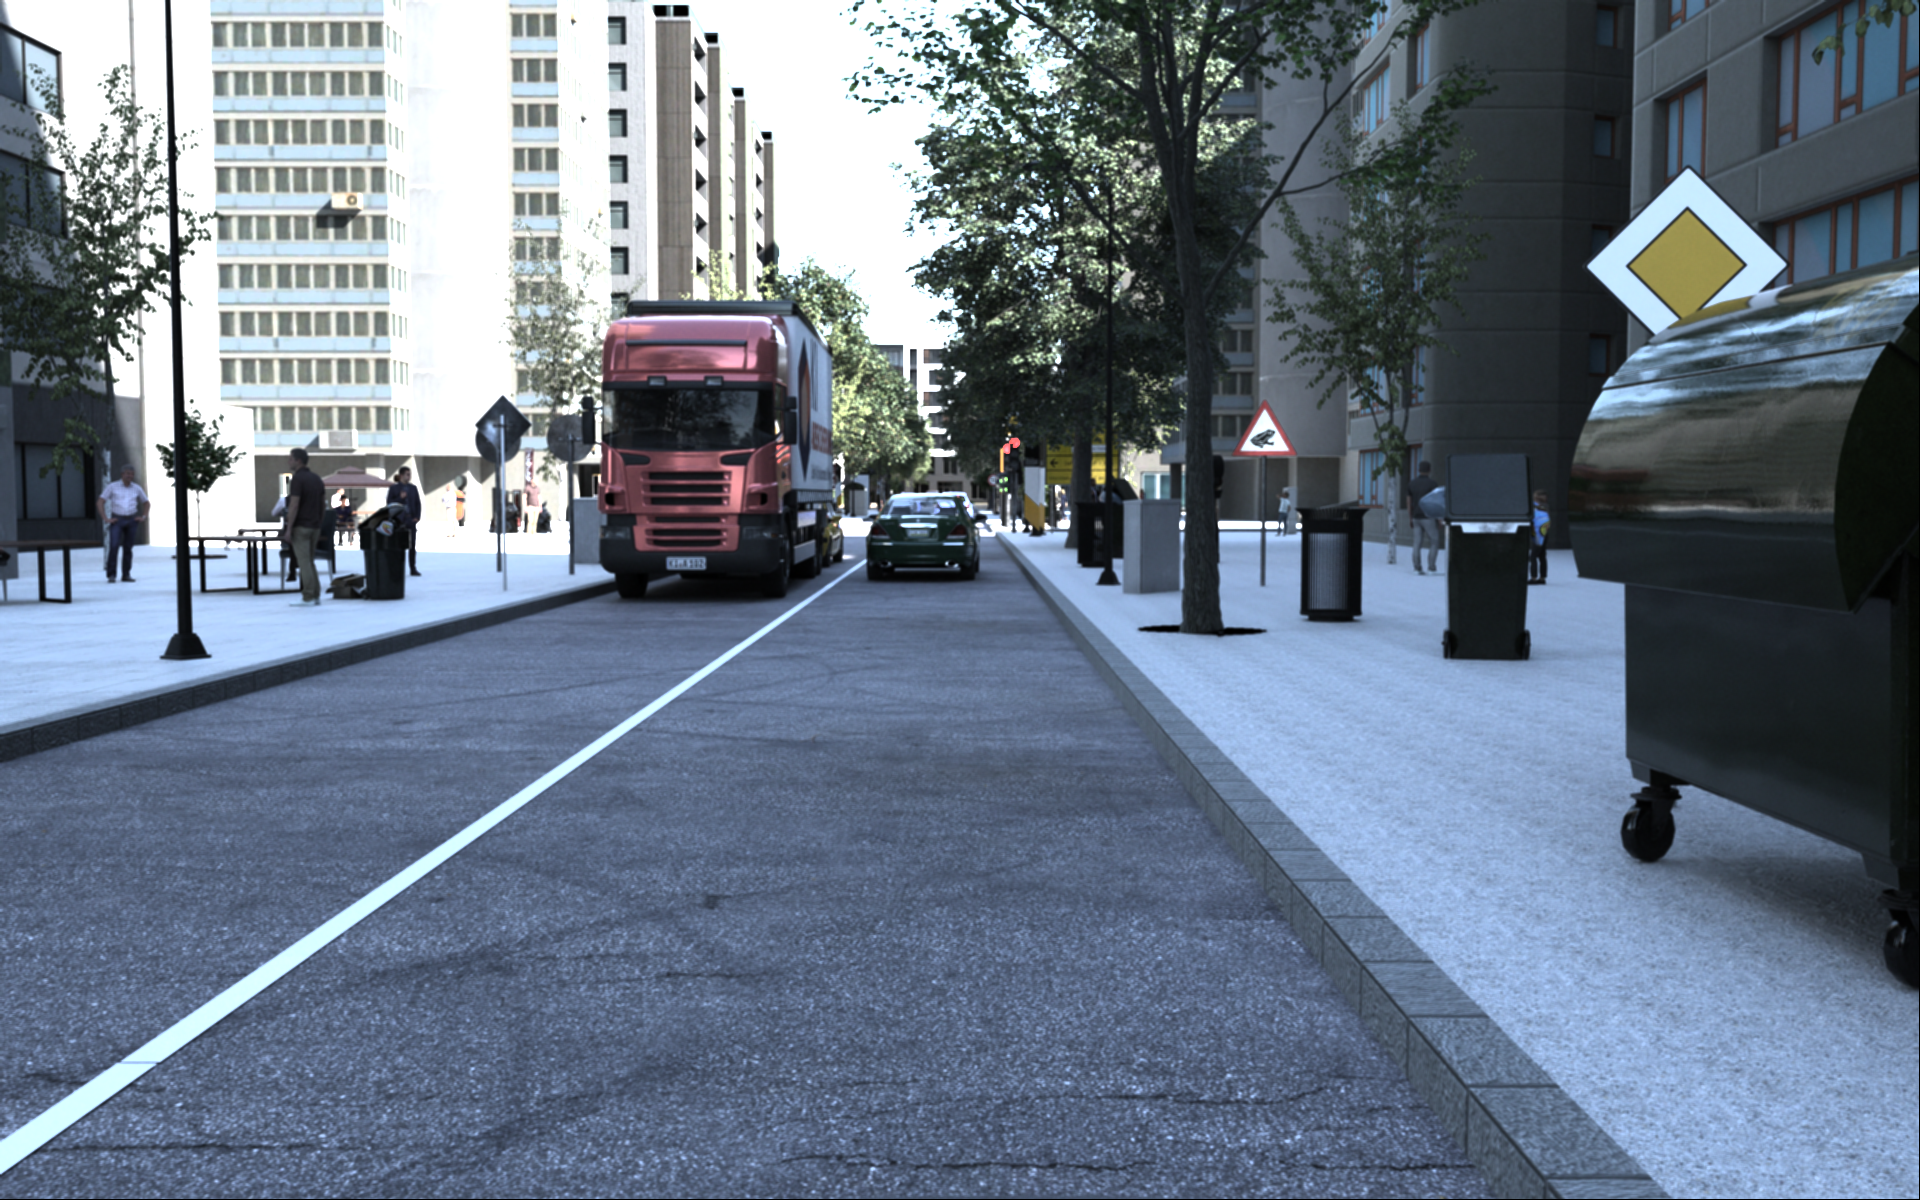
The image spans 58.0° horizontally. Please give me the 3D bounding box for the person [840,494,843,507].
[{"bbox_3d":[-11.948,-10.130,172.201,0.617,1.759,0.750,0,4,2],"label":"person"}]

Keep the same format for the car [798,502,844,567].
[{"bbox_3d":[-3.357,-1.528,35.201,2.015,1.641,3.980,0,4,1],"label":"car"}]

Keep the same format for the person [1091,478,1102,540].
[{"bbox_3d":[3.739,-2.549,48.533,0.431,1.722,0.655,3,5,39],"label":"person"}]

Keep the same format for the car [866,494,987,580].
[{"bbox_3d":[-0.597,-1.135,30.362,2.131,1.459,4.920,0,4,2],"label":"car"}]

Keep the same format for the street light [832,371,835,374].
[{"bbox_3d":[-5.425,-5.681,65.424,1.470,5.913,1.316,0,3,0],"label":"street light"}]

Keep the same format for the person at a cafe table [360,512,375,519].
[{"bbox_3d":[-19.106,-2.799,54.284,1.622,1.524,1.698,0,4,-2],"label":"person at a cafe table"}]

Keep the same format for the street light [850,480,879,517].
[{"bbox_3d":[-5.440,-7.603,96.854,1.470,5.913,1.316,0,3,0],"label":"street light"}]

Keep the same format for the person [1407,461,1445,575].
[{"bbox_3d":[7.396,-1.302,27.467,0.434,1.807,0.598,-2,4,-32],"label":"person"}]

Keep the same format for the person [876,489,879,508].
[{"bbox_3d":[-6.936,-8.709,149.171,0.721,1.736,1.217,0,4,2],"label":"person"}]

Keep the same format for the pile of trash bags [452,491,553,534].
[{"bbox_3d":[-15.048,-2.866,56.612,3.447,1.369,1.912,0,4,-8],"label":"pile of trash bags"}]

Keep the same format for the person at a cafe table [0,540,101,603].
[{"bbox_3d":[-11.361,-0.583,20.387,1.726,1.238,1.698,3,5,40],"label":"person at a cafe table"}]

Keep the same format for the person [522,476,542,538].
[{"bbox_3d":[-12.380,-2.693,50.199,0.598,1.807,0.434,-3,5,-41],"label":"person"}]

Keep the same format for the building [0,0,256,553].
[{"bbox_3d":[-30.750,-36.676,37.901,20.611,71.187,20.563,0,3,0],"label":"building"}]

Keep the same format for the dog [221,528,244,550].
[{"bbox_3d":[-16.687,-1.405,39.800,0.406,0.507,0.540,0,4,-8],"label":"dog"}]

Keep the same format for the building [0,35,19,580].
[{"bbox_3d":[-21.315,-20.465,18.199,14.154,41.232,14.086,0,3,0],"label":"building"}]

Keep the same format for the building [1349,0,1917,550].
[{"bbox_3d":[24.773,-11.545,33.808,27.650,21.520,28.899,0,3,0],"label":"building"}]

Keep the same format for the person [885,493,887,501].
[{"bbox_3d":[-6.870,-9.413,163.200,1.065,1.426,0.557,-1,4,-17],"label":"person"}]

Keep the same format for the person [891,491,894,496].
[{"bbox_3d":[-7.191,-10.583,179.811,0.721,1.736,1.217,3,5,39],"label":"person"}]

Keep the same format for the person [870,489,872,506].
[{"bbox_3d":[-9.844,-11.272,190.355,0.705,1.822,1.348,0,4,7],"label":"person"}]

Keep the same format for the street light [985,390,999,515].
[{"bbox_3d":[1.669,-5.167,57.026,1.470,5.913,1.316,0,3,0],"label":"street light"}]

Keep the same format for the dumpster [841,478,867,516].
[{"bbox_3d":[-6.343,-6.206,103.958,1.502,2.255,1.985,0,4,0],"label":"dumpster"}]

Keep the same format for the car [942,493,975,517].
[{"bbox_3d":[-0.290,-4.280,79.568,1.945,1.707,3.694,0,4,0],"label":"car"}]

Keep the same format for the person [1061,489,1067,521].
[{"bbox_3d":[4.807,-4.440,81.180,0.480,1.512,0.613,2,4,23],"label":"person"}]

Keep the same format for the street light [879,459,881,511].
[{"bbox_3d":[-5.391,-9.516,128.132,1.470,5.913,1.316,0,3,0],"label":"street light"}]

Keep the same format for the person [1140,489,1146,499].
[{"bbox_3d":[11.817,-6.364,111.805,0.444,1.614,0.593,0,4,3],"label":"person"}]

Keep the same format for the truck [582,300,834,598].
[{"bbox_3d":[-3.596,-2.353,27.386,2.839,4.237,11.283,0,4,0],"label":"truck"}]

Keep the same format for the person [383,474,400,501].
[{"bbox_3d":[-15.003,-2.457,46.368,0.875,1.805,0.789,-1,4,-15],"label":"person"}]

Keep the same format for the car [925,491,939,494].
[{"bbox_3d":[-3.157,-11.571,197.858,2.281,1.827,5.304,0,4,-1],"label":"car"}]

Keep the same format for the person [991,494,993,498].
[{"bbox_3d":[3.114,-8.451,144.182,1.348,1.831,0.705,-2,4,-23],"label":"person"}]

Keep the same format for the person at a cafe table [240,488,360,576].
[{"bbox_3d":[-10.573,-1.171,27.666,1.698,1.524,1.622,-1,4,-21],"label":"person at a cafe table"}]

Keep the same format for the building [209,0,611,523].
[{"bbox_3d":[-30.503,-23.985,84.034,32.217,40.220,23.993,0,3,0],"label":"building"}]

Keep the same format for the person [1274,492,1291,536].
[{"bbox_3d":[9.786,-2.609,52.613,0.435,1.345,0.340,-3,4,-38],"label":"person"}]

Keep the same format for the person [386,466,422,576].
[{"bbox_3d":[-8.662,-1.226,27.003,0.541,1.710,0.530,-2,4,-25],"label":"person"}]

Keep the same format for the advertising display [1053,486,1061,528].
[{"bbox_3d":[3.651,-3.672,65.255,0.123,1.923,0.974,1,4,15],"label":"advertising display"}]

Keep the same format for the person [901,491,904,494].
[{"bbox_3d":[-6.178,-11.166,189.546,0.756,1.711,0.436,3,4,38],"label":"person"}]

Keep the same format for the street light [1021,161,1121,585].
[{"bbox_3d":[1.560,-3.169,24.348,1.470,5.913,1.316,0,3,0],"label":"street light"}]

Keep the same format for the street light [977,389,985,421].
[{"bbox_3d":[1.576,-6.347,76.312,1.470,5.913,1.316,0,3,0],"label":"street light"}]

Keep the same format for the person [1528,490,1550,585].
[{"bbox_3d":[8.177,-0.894,24.561,0.340,1.345,0.435,1,4,23],"label":"person"}]

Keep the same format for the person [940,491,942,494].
[{"bbox_3d":[-2.026,-11.232,192.844,0.721,1.736,1.217,-2,4,-24],"label":"person"}]

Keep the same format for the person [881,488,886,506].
[{"bbox_3d":[-6.550,-8.654,147.622,0.705,1.812,1.348,-2,4,-24],"label":"person"}]

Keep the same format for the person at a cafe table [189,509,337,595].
[{"bbox_3d":[-9.059,-0.737,22.917,1.698,1.238,1.726,2,4,30],"label":"person at a cafe table"}]

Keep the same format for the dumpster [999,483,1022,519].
[{"bbox_3d":[2.664,-5.127,89.581,1.264,1.857,1.865,0,3,0],"label":"dumpster"}]

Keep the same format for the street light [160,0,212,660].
[{"bbox_3d":[-5.514,-2.496,13.358,1.470,5.913,1.316,0,3,0],"label":"street light"}]
